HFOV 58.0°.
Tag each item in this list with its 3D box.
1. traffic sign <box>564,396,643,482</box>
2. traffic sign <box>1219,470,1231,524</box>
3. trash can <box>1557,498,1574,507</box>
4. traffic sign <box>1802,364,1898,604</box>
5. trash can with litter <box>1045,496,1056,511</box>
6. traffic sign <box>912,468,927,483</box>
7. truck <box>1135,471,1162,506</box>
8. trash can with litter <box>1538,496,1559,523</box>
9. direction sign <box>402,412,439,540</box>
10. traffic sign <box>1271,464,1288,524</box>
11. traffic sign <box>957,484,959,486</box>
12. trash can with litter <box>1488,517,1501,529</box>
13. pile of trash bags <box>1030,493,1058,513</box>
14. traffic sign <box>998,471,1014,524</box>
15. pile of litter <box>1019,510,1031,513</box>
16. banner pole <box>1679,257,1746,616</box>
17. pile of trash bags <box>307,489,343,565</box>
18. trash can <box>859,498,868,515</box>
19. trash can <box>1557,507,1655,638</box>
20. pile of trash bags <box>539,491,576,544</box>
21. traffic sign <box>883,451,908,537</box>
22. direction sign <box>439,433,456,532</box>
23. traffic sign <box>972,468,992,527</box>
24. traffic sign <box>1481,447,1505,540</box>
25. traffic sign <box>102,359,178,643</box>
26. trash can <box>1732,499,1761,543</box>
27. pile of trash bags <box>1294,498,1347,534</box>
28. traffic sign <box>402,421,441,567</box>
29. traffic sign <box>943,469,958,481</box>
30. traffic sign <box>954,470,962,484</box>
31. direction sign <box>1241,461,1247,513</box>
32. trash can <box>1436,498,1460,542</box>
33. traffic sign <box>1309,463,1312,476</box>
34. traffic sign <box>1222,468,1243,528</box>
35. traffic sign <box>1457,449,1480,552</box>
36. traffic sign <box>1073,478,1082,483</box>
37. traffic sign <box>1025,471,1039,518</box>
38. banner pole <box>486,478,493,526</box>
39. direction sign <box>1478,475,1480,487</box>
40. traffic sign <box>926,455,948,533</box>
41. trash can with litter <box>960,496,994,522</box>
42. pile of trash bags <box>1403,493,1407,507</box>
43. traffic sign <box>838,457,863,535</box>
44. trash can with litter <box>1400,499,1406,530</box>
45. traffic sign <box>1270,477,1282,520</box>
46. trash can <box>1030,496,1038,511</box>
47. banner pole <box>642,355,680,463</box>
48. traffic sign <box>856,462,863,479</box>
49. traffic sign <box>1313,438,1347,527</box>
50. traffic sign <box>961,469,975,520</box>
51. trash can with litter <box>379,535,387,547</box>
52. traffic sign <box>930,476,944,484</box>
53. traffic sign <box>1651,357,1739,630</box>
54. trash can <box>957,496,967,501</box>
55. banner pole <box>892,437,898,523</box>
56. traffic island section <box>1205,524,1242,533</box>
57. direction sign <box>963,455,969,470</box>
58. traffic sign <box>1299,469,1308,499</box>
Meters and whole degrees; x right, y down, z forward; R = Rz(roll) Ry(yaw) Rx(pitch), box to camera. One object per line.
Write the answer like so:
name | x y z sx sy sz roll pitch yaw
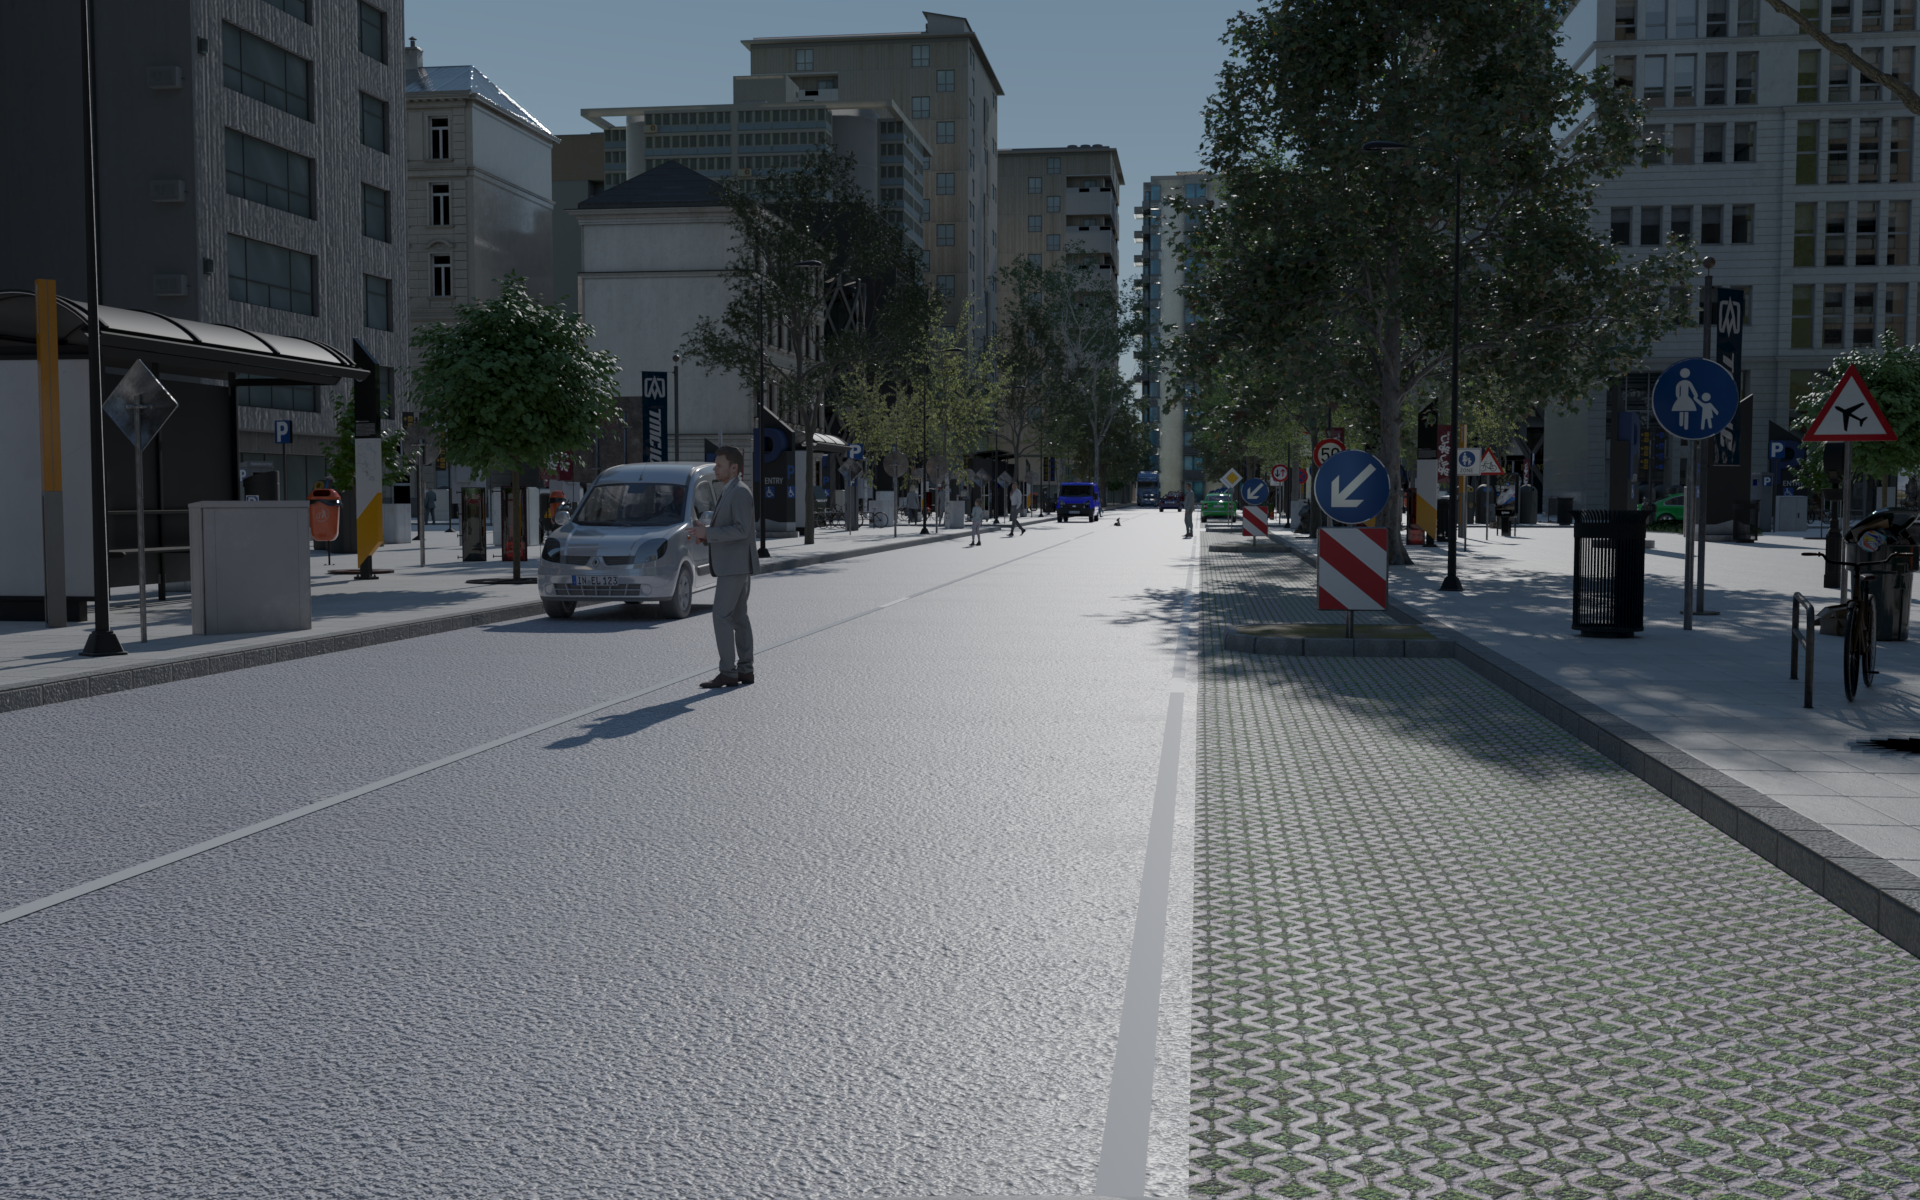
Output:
traffic sign | -7.293 -2.589 36.199 2.265 3.308 0.079 1 4 17
traffic sign | 11.384 -4.267 73.414 0.795 2.450 0.064 0 4 8
trash can | 24.869 -3.641 71.188 0.748 1.137 0.748 0 3 0
traffic sign | 8.950 -1.069 17.476 0.884 2.594 0.081 1 4 12
trash can with litter | 6.441 -6.776 122.179 0.624 1.170 1.055 -2 4 -29
traffic sign | -1.998 -5.185 84.874 0.768 2.556 0.104 1 4 13
truck | 23.000 -13.374 208.416 2.967 4.110 18.799 1 4 9
trash can with litter | 26.027 -4.040 77.111 2.233 1.210 1.678 -1 4 -8
direction sign | -15.021 -3.423 47.968 0.379 3.537 0.876 3 5 40
traffic sign | 13.530 -4.471 73.214 0.768 2.556 0.104 1 4 15
traffic sign | -0.245 -5.784 95.759 0.795 2.450 0.064 1 4 11
trash can with litter | 19.830 -3.207 63.816 0.624 1.170 1.055 -1 4 -16
pile of trash bags | 7.097 -7.528 132.837 3.447 1.369 1.912 1 4 11
traffic sign | 1.933 -4.349 74.740 0.795 2.450 0.064 0 4 8
pile of litter | 4.243 -6.297 116.925 1.176 0.858 1.719 -3 5 -43
banner pole | 8.089 -1.742 18.491 0.863 3.779 0.401 -2 4 -32
pile of trash bags | -12.745 -1.288 30.817 3.447 1.369 1.912 0 4 -6
trash can | -5.943 -5.783 106.205 0.748 1.137 0.748 0 3 0
trash can | 5.835 -0.240 15.578 0.748 1.137 0.748 0 3 0
pile of trash bags | -10.873 -2.210 45.878 1.912 1.369 3.447 0 4 -6
traffic sign | -1.920 -3.136 51.373 0.768 2.556 0.104 1 4 15
direction sign | -17.085 -4.034 57.948 0.876 3.537 0.379 0 4 -7
traffic sign | 0.835 -3.865 66.831 0.795 2.450 0.064 0 4 8
traffic sign | 14.620 -2.935 47.988 0.884 2.594 0.081 1 4 15
traffic sign | -7.038 -0.837 14.870 0.795 2.450 0.064 1 4 17
trash can | 20.618 -2.067 45.452 0.748 1.137 0.748 0 3 0
pile of trash bags | 12.115 -2.795 55.446 1.912 1.369 3.447 -1 4 -13
traffic sign | -9.413 -1.845 30.268 0.768 2.556 0.104 1 4 13
traffic sign | -0.497 -5.453 89.269 0.768 2.556 0.104 1 4 12
traffic sign | -0.219 -5.645 92.402 0.768 2.556 0.104 1 4 10
direction sign | 19.549 -7.772 119.066 0.379 3.537 0.876 2 4 28
trash can | 13.416 -2.263 48.658 0.748 1.137 0.748 0 3 0
traffic sign | 13.334 -3.927 64.308 0.768 2.556 0.104 1 4 14
traffic sign | 10.287 -3.784 65.504 0.795 2.450 0.064 0 4 8
traffic sign | 11.249 -2.225 38.503 0.606 2.300 0.079 1 4 10
traffic sign | 9.407 -8.487 138.875 0.768 2.556 0.104 1 4 10
traffic sign | 3.910 -5.767 94.393 0.768 2.556 0.104 1 4 9
banner pole | -19.058 -4.865 69.552 0.863 3.779 0.401 1 4 18
direction sign | 29.993 -6.613 100.123 0.379 3.537 0.876 1 4 13
traffic sign | -0.762 -3.449 56.502 0.768 2.556 0.104 1 4 17
trash can with litter | 0.664 -4.159 79.057 2.233 1.210 1.678 -1 4 -22
pile of trash bags | 29.774 -6.142 110.166 3.447 1.369 1.912 -1 4 -14
traffic sign | -3.418 -3.224 53.894 0.795 2.450 0.064 1 4 11
trash can with litter | 15.149 -3.075 61.342 2.233 1.210 1.678 -3 5 -42
traffic sign | 15.691 -5.127 85.948 0.606 2.300 0.079 1 4 16
trash can | 5.515 -7.229 129.854 0.748 1.137 0.748 0 3 0
banner pole | -5.316 -2.515 31.145 0.863 3.779 0.401 -2 4 -23
traffic sign | -4.119 -4.079 66.805 0.768 2.556 0.104 1 4 16
traffic sign | 8.416 -2.405 39.427 0.768 2.556 0.104 1 4 9
traffic sign | 0.398 -5.329 87.228 0.768 2.556 0.104 1 4 14
trash can with litter | -14.370 -1.862 41.830 0.624 1.170 1.055 1 4 14
traffic sign | -1.200 -5.482 89.736 0.768 2.556 0.104 1 4 16
traffic sign | 6.871 -0.989 16.272 0.768 2.556 0.104 1 4 10
trash can | 0.211 -5.935 108.683 0.748 1.137 0.748 0 3 0
banner pole | -2.859 -5.277 76.291 0.401 3.779 0.863 -1 4 -20
traffic island section | 10.311 -2.648 65.578 2.009 0.180 2.903 0 4 8
direction sign | 0.632 -6.640 100.554 0.876 3.537 0.379 1 4 13
traffic sign | 17.228 -5.358 87.707 0.768 2.556 0.104 1 4 10
